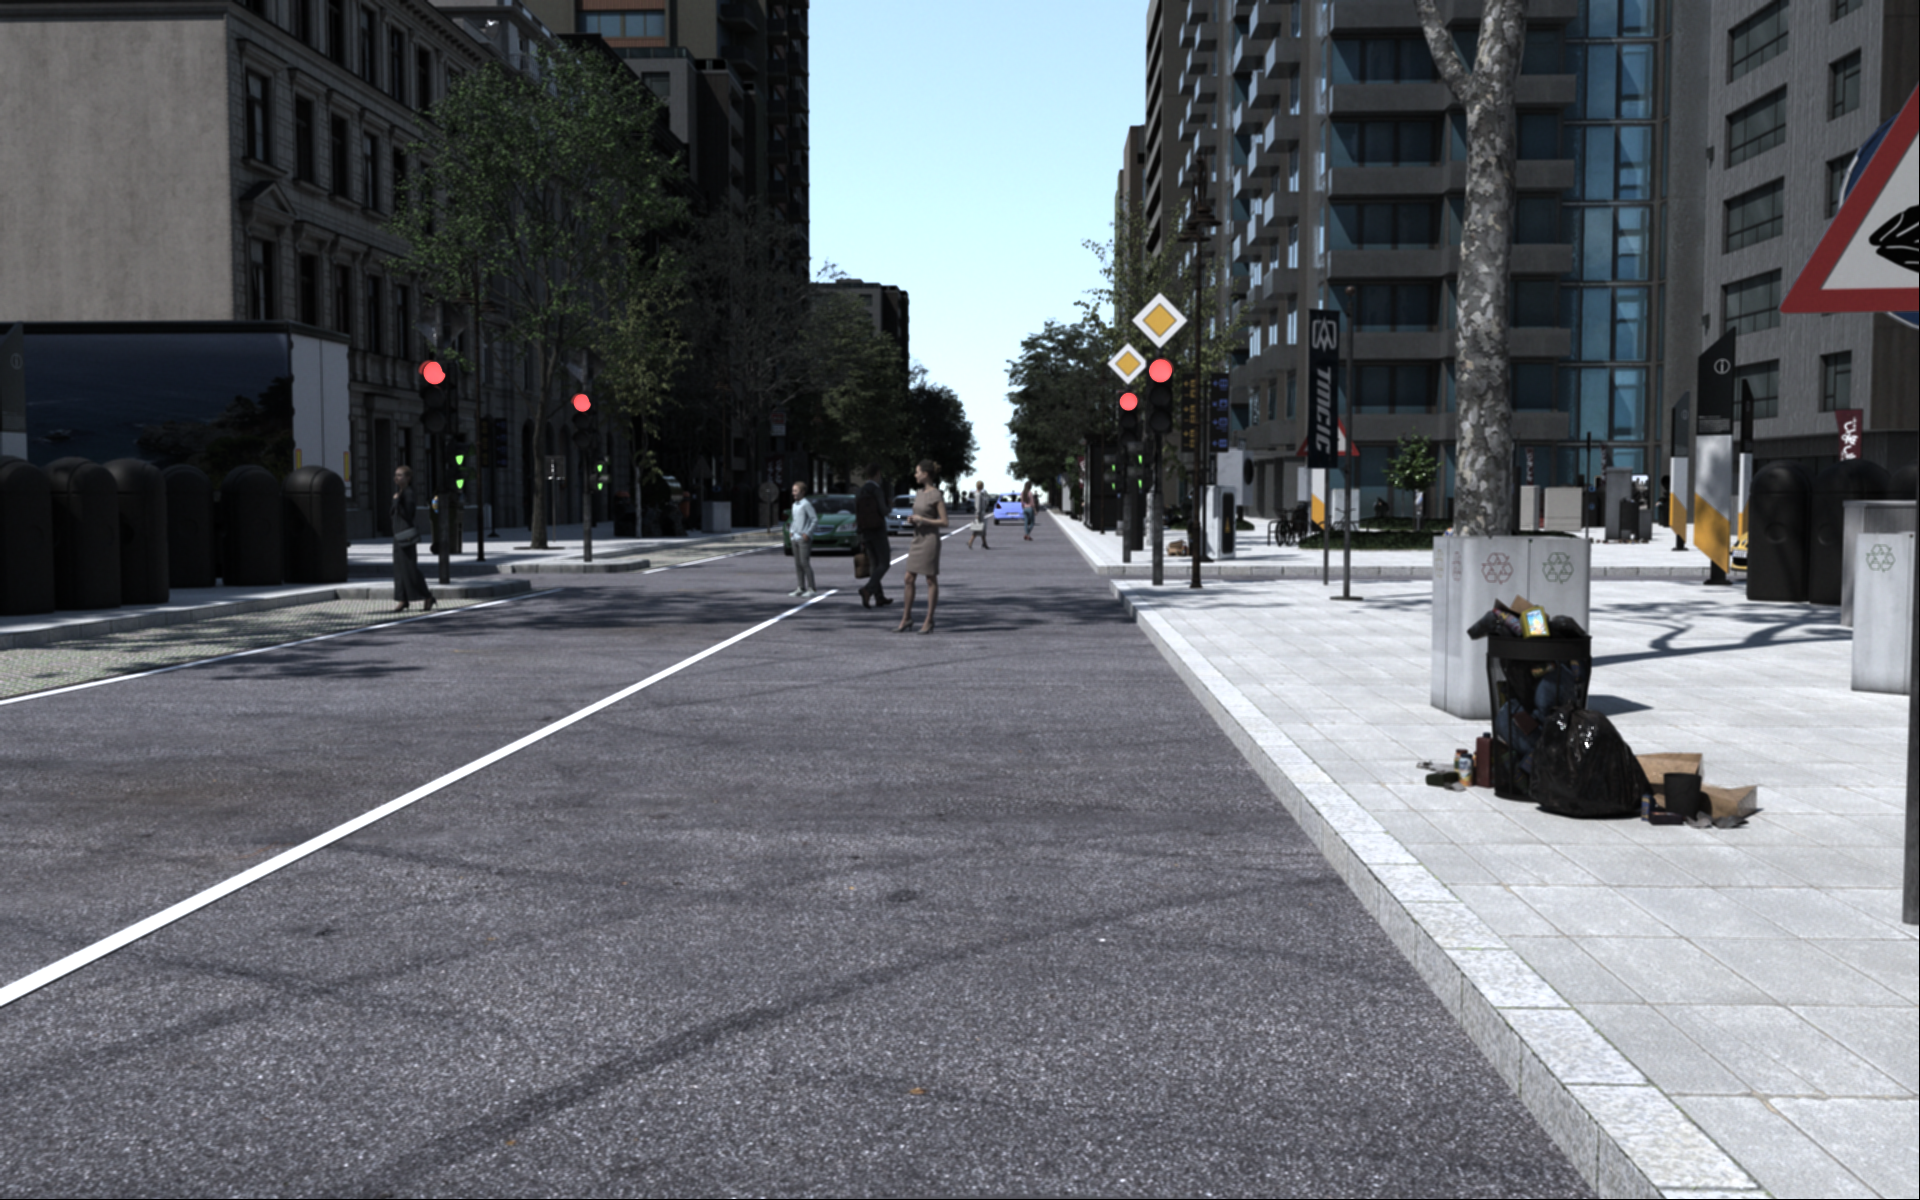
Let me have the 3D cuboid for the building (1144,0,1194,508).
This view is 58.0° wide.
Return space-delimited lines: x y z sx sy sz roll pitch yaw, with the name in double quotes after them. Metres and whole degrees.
27.258 -32.129 149.005 21.300 48.544 21.600 0 4 2 "building"

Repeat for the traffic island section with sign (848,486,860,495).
-4.978 -4.495 82.127 1.989 1.847 2.006 0 4 2 "traffic island section with sign"

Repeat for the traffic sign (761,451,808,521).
-8.343 -5.407 82.283 2.265 3.308 0.079 1 4 9 "traffic sign"

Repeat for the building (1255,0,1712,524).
25.811 -28.555 86.477 23.786 49.044 30.456 0 4 2 "building"

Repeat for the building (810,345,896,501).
-22.959 -22.643 215.254 27.650 21.520 28.899 0 4 2 "building"

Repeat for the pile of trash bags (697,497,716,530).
-9.476 -3.140 61.091 1.912 1.369 3.447 0 4 0 "pile of trash bags"

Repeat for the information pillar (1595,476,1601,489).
26.253 -4.078 71.169 0.304 2.012 0.304 2 4 31 "information pillar"

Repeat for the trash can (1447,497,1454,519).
20.678 -3.711 72.327 0.748 1.137 0.748 0 3 0 "trash can"

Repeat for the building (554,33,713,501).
-20.762 -16.035 91.850 12.332 23.373 15.834 0 4 2 "building"

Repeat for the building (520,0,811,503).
-23.822 -29.507 137.069 22.147 44.769 28.867 0 4 2 "building"

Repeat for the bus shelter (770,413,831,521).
-8.128 -6.748 87.969 2.179 5.291 8.768 0 4 3 "bus shelter"

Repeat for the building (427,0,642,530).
-22.312 -14.082 72.035 13.314 21.916 24.055 0 4 2 "building"

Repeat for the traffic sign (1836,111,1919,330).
3.186 -0.336 5.598 0.768 2.556 0.104 0 4 5 "traffic sign"

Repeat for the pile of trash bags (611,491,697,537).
-9.761 -2.640 52.920 1.912 1.369 3.447 -2 4 -35 "pile of trash bags"

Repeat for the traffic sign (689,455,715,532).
-8.637 -3.544 57.952 0.884 2.594 0.081 0 4 8 "traffic sign"

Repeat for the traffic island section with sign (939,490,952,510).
-1.721 -9.236 159.635 1.989 1.847 2.006 0 4 2 "traffic island section with sign"

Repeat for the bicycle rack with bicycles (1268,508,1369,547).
8.682 -1.805 42.893 2.852 0.926 2.925 3 5 42 "bicycle rack with bicycles"

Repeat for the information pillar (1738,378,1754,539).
15.973 -2.683 35.215 0.183 3.616 0.504 3 5 43 "information pillar"

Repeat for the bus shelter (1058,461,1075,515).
6.749 -6.570 101.345 2.014 3.302 5.546 0 4 2 "bus shelter"

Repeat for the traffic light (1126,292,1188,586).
2.758 -2.158 24.208 0.839 4.253 0.868 0 4 2 "traffic light"

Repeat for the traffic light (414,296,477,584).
-7.345 -2.183 24.616 0.839 4.253 0.868 0 4 2 "traffic light"

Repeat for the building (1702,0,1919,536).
29.608 -16.781 46.067 14.107 30.474 14.160 0 4 2 "building"

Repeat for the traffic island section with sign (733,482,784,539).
-6.106 -2.848 55.196 1.989 1.847 2.006 0 4 2 "traffic island section with sign"

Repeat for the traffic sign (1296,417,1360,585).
5.150 -1.486 24.307 0.884 2.594 0.081 0 4 4 "traffic sign"

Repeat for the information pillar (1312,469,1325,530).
10.216 -3.525 48.983 0.504 3.616 0.183 1 4 19 "information pillar"

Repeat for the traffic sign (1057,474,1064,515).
6.283 -6.448 105.525 0.768 2.556 0.104 1 4 11 "traffic sign"

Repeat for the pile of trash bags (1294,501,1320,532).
12.483 -3.000 58.804 1.912 1.369 3.447 0 4 -4 "pile of trash bags"

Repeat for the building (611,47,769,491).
-20.906 -21.053 115.917 14.160 30.474 14.107 0 4 2 "building"

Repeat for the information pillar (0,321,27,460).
-12.748 -1.955 23.314 0.183 3.616 0.504 1 4 10 "information pillar"

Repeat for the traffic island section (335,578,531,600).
-7.385 -0.151 24.752 2.009 0.180 2.903 0 4 2 "traffic island section"

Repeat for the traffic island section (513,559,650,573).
-7.050 -0.639 32.730 2.009 0.180 2.903 0 4 2 "traffic island section"

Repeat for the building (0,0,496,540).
-21.605 -11.365 50.441 10.561 19.102 19.286 0 4 2 "building"

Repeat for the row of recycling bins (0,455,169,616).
-10.087 -0.727 19.004 1.069 1.692 3.534 1 4 16 "row of recycling bins"

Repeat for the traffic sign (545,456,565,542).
-10.914 -2.715 46.523 0.606 2.300 0.079 0 4 3 "traffic sign"

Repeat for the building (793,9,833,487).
-22.588 -44.200 160.926 20.563 71.187 20.611 0 4 2 "building"

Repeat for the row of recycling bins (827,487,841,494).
-7.403 -5.682 100.009 1.069 1.692 3.534 0 3 0 "row of recycling bins"

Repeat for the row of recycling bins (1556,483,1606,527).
24.579 -3.657 66.897 3.534 1.692 1.069 -1 4 -12 "row of recycling bins"

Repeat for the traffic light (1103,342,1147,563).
3.093 -2.646 32.187 0.839 4.253 0.868 0 4 2 "traffic light"

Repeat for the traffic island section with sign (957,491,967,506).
0.607 -12.610 214.799 1.989 1.847 2.006 0 4 2 "traffic island section with sign"

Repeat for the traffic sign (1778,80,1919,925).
2.853 -0.312 5.102 0.884 2.594 0.081 0 4 8 "traffic sign"

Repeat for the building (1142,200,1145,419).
24.581 -24.213 167.580 14.160 30.474 14.107 0 4 2 "building"

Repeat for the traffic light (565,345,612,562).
-7.010 -2.671 32.594 0.839 4.253 0.868 0 4 2 "traffic light"

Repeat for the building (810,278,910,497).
-14.390 -28.434 236.589 14.160 30.474 14.107 0 4 2 "building"

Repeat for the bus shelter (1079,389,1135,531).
5.523 -5.287 64.077 2.179 5.291 8.768 0 4 2 "bus shelter"

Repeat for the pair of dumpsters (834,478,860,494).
-6.931 -6.322 105.856 1.574 2.255 4.437 0 4 2 "pair of dumpsters"

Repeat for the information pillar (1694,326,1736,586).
10.628 -2.020 24.374 0.504 3.616 0.183 3 5 39 "information pillar"

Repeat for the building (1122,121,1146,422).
26.611 -33.995 205.934 14.600 45.320 14.200 0 4 2 "building"

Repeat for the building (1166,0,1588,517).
27.345 -30.787 122.984 23.786 49.044 30.456 0 4 2 "building"

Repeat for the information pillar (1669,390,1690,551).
16.239 -2.919 39.080 0.504 3.616 0.183 -2 4 -28 "information pillar"

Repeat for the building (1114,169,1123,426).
26.846 -32.821 220.224 14.154 41.232 14.086 0 4 2 "building"

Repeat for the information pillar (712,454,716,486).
-14.443 -6.750 101.717 0.183 3.616 0.504 -2 4 -33 "information pillar"
